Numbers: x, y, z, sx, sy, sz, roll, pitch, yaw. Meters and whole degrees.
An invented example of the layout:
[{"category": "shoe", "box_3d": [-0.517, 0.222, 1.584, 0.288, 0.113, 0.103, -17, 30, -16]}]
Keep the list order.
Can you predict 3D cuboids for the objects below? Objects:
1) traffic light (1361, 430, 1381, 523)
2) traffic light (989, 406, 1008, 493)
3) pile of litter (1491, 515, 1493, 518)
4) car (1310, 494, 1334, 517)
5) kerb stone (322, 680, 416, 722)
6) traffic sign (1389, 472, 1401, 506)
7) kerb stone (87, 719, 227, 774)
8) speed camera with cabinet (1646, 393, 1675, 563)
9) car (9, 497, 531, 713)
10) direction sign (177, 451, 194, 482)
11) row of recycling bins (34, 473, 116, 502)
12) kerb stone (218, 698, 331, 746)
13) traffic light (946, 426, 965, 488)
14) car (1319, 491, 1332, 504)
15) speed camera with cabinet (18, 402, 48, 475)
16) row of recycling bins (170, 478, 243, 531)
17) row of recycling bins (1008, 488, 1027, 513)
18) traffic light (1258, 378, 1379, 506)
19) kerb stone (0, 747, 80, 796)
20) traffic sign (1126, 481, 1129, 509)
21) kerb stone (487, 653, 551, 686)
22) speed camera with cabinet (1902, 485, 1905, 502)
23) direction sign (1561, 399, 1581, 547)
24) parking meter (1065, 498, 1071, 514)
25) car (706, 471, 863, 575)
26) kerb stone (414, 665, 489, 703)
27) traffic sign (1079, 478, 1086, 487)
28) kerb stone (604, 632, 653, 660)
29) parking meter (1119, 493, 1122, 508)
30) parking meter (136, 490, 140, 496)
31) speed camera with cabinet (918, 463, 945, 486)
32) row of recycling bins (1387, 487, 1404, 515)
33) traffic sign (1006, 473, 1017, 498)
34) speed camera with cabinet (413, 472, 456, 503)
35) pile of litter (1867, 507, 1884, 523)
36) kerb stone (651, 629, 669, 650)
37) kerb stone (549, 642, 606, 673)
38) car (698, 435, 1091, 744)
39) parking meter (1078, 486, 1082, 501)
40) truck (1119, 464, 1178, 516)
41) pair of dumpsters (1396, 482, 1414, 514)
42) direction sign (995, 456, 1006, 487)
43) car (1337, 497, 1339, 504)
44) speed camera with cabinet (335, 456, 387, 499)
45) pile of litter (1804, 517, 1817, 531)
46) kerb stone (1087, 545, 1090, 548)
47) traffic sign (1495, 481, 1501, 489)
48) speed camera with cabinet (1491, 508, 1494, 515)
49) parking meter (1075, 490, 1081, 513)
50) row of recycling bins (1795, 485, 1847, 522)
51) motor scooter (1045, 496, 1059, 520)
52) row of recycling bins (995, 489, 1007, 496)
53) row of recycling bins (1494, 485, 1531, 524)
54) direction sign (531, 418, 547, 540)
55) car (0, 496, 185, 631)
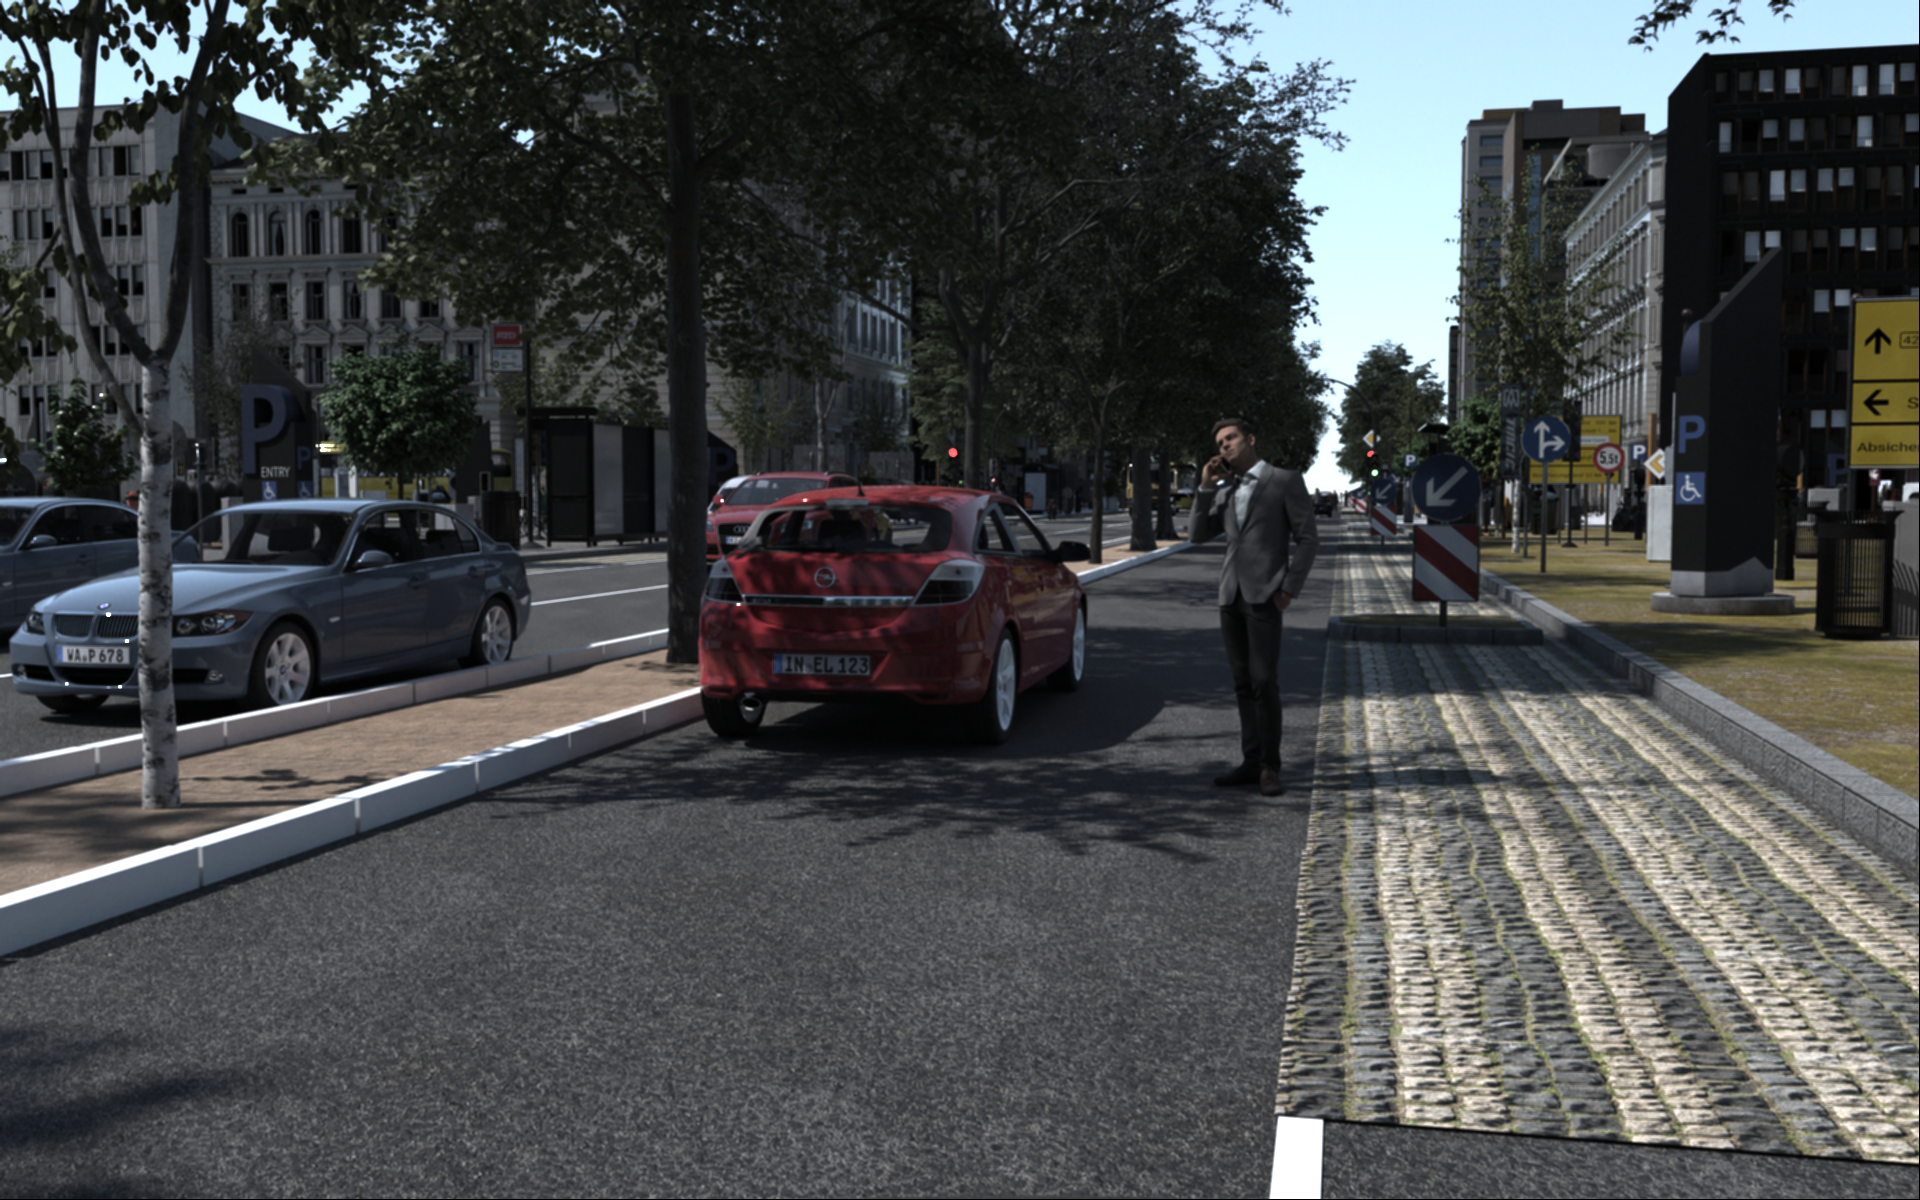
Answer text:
[{"category": "traffic light", "box_3d": [17.892, -5.292, 75.451, 0.839, 4.253, 0.868, 1, 4, 12]}, {"category": "traffic light", "box_3d": [3.584, -6.358, 78.628, 4.771, 5.953, 1.251, 1, 4, 12]}, {"category": "pile of litter", "box_3d": [28.826, -4.796, 92.381, 1.176, 0.858, 1.719, 0, 4, -3]}, {"category": "car", "box_3d": [22.256, -5.988, 107.693, 2.009, 1.686, 4.222, 1, 4, 11]}, {"category": "kerb stone", "box_3d": [-3.881, 0.667, 11.288, 0.120, 0.150, 1.000, 1, 4, 12]}, {"category": "traffic sign", "box_3d": [24.551, -5.965, 97.631, 0.768, 2.556, 0.104, 1, 4, 15]}, {"category": "kerb stone", "box_3d": [-4.317, 0.789, 9.290, 0.120, 0.150, 1.000, 1, 4, 12]}, {"category": "speed camera with cabinet", "box_3d": [13.712, -2.374, 33.155, 0.660, 3.252, 2.038, 2, 4, 34]}, {"category": "car", "box_3d": [-4.800, -0.044, 12.722, 2.014, 1.417, 4.499, 1, 4, 13]}, {"category": "direction sign", "box_3d": [-33.164, -5.029, 74.214, 0.876, 3.537, 0.379, 1, 4, 17]}, {"category": "row of recycling bins", "box_3d": [-17.733, -1.638, 33.898, 3.534, 1.692, 1.069, 2, 4, 34]}, {"category": "kerb stone", "box_3d": [-4.093, 0.728, 10.288, 0.120, 0.150, 1.000, 1, 4, 12]}, {"category": "traffic light", "box_3d": [-0.204, -5.035, 71.249, 0.839, 4.253, 0.868, 1, 4, 12]}, {"category": "car", "box_3d": [45.297, -12.600, 214.678, 2.281, 1.827, 5.304, 1, 4, 12]}, {"category": "speed camera with cabinet", "box_3d": [-20.068, -2.672, 38.031, 0.660, 3.252, 2.038, -1, 4, -11]}, {"category": "row of recycling bins", "box_3d": [-20.149, -2.406, 46.456, 1.069, 1.692, 3.534, 1, 4, 15]}, {"category": "row of recycling bins", "box_3d": [4.624, -6.898, 119.890, 1.069, 1.692, 3.534, 2, 4, 25]}, {"category": "traffic light", "box_3d": [14.104, -5.706, 67.965, 4.771, 5.953, 1.251, 1, 4, 12]}, {"category": "kerb stone", "box_3d": [-4.544, 0.850, 8.293, 0.120, 0.150, 1.000, 1, 4, 12]}, {"category": "traffic sign", "box_3d": [14.939, -9.366, 153.238, 0.768, 2.556, 0.104, 1, 4, 19]}, {"category": "kerb stone", "box_3d": [-3.438, 0.545, 13.285, 0.120, 0.150, 1.000, 1, 4, 12]}, {"category": "speed camera with cabinet", "box_3d": [14.642, -1.871, 24.926, 0.660, 3.252, 2.038, -1, 4, -21]}, {"category": "direction sign", "box_3d": [14.730, -3.043, 41.757, 0.876, 3.537, 0.379, -3, 5, -44]}, {"category": "parking meter", "box_3d": [6.905, -6.251, 110.608, 0.372, 1.533, 0.369, 0, 3, 0]}, {"category": "car", "box_3d": [-2.743, -1.210, 28.451, 2.281, 1.827, 5.304, 1, 4, 11]}, {"category": "kerb stone", "box_3d": [-3.656, 0.607, 12.286, 0.120, 0.150, 1.000, 1, 4, 12]}, {"category": "traffic sign", "box_3d": [9.639, -8.446, 138.196, 0.768, 2.556, 0.104, 1, 4, 17]}, {"category": "kerb stone", "box_3d": [-2.986, 0.423, 15.279, 0.120, 0.150, 1.000, 1, 4, 12]}, {"category": "parking meter", "box_3d": [13.965, -8.808, 149.726, 0.399, 1.863, 0.255, -1, 4, -19]}, {"category": "parking meter", "box_3d": [-46.418, -5.483, 98.062, 0.372, 1.533, 0.369, 0, 3, 0]}, {"category": "speed camera with cabinet", "box_3d": [-1.865, -7.641, 119.271, 2.038, 3.252, 0.660, 1, 4, 12]}, {"category": "row of recycling bins", "box_3d": [26.640, -6.036, 105.802, 1.069, 1.692, 3.534, 1, 4, 16]}, {"category": "traffic sign", "box_3d": [3.013, -6.342, 103.802, 0.768, 2.556, 0.104, 1, 4, 15]}, {"category": "speed camera with cabinet", "box_3d": [-20.650, -4.557, 68.843, 2.038, 3.252, 0.660, 0, 4, -7]}, {"category": "pile of litter", "box_3d": [39.235, -3.661, 73.822, 1.719, 0.858, 1.176, -1, 4, -17]}, {"category": "kerb stone", "box_3d": [-2.768, 0.362, 16.281, 0.120, 0.150, 1.000, 1, 4, 12]}, {"category": "kerb stone", "box_3d": [-3.205, 0.484, 14.281, 0.120, 0.150, 1.000, 1, 4, 12]}, {"category": "car", "box_3d": [-0.269, -0.152, 11.534, 2.155, 1.783, 4.494, 1, 4, 13]}, {"category": "parking meter", "box_3d": [8.936, -7.614, 130.197, 0.255, 1.863, 0.399, -2, 4, -29]}, {"category": "truck", "box_3d": [12.499, -7.143, 112.708, 3.469, 3.379, 9.791, 1, 4, 12]}, {"category": "pair of dumpsters", "box_3d": [28.435, -6.638, 111.019, 1.574, 2.255, 4.437, 1, 4, 12]}, {"category": "direction sign", "box_3d": [2.325, -6.778, 102.819, 0.876, 3.537, 0.379, 1, 4, 14]}, {"category": "car", "box_3d": [56.338, -15.294, 261.852, 2.131, 1.459, 4.920, 1, 4, 14]}, {"category": "speed camera with cabinet", "box_3d": [-25.715, -4.894, 74.355, 2.038, 3.252, 0.660, -2, 4, -34]}, {"category": "pile of litter", "box_3d": [30.125, -2.829, 60.220, 1.176, 0.858, 1.719, 0, 4, -5]}, {"category": "kerb stone", "box_3d": [3.443, -1.352, 44.308, 0.120, 0.150, 1.000, 1, 4, 12]}, {"category": "traffic sign", "box_3d": [26.834, -5.302, 86.788, 0.768, 2.556, 0.104, 1, 4, 22]}, {"category": "speed camera with cabinet", "box_3d": [30.076, -6.352, 98.185, 2.038, 3.252, 0.660, 0, 4, -6]}, {"category": "parking meter", "box_3d": [8.575, -7.184, 125.869, 0.372, 1.533, 0.369, 0, 3, 0]}, {"category": "row of recycling bins", "box_3d": [39.829, -4.538, 81.315, 3.534, 1.692, 1.069, 1, 4, 22]}, {"category": "motor scooter", "box_3d": [5.148, -5.107, 96.273, 0.815, 1.314, 1.986, 1, 4, 12]}, {"category": "row of recycling bins", "box_3d": [2.314, -8.120, 139.882, 3.534, 1.692, 1.069, -1, 4, -14]}, {"category": "row of recycling bins", "box_3d": [23.918, -4.156, 75.058, 1.069, 1.692, 3.534, 2, 4, 32]}, {"category": "direction sign", "box_3d": [-11.733, -3.439, 48.233, 0.379, 3.537, 0.876, 1, 4, 22]}, {"category": "car", "box_3d": [-9.514, -0.322, 17.273, 2.014, 1.417, 4.499, 1, 4, 12]}]
